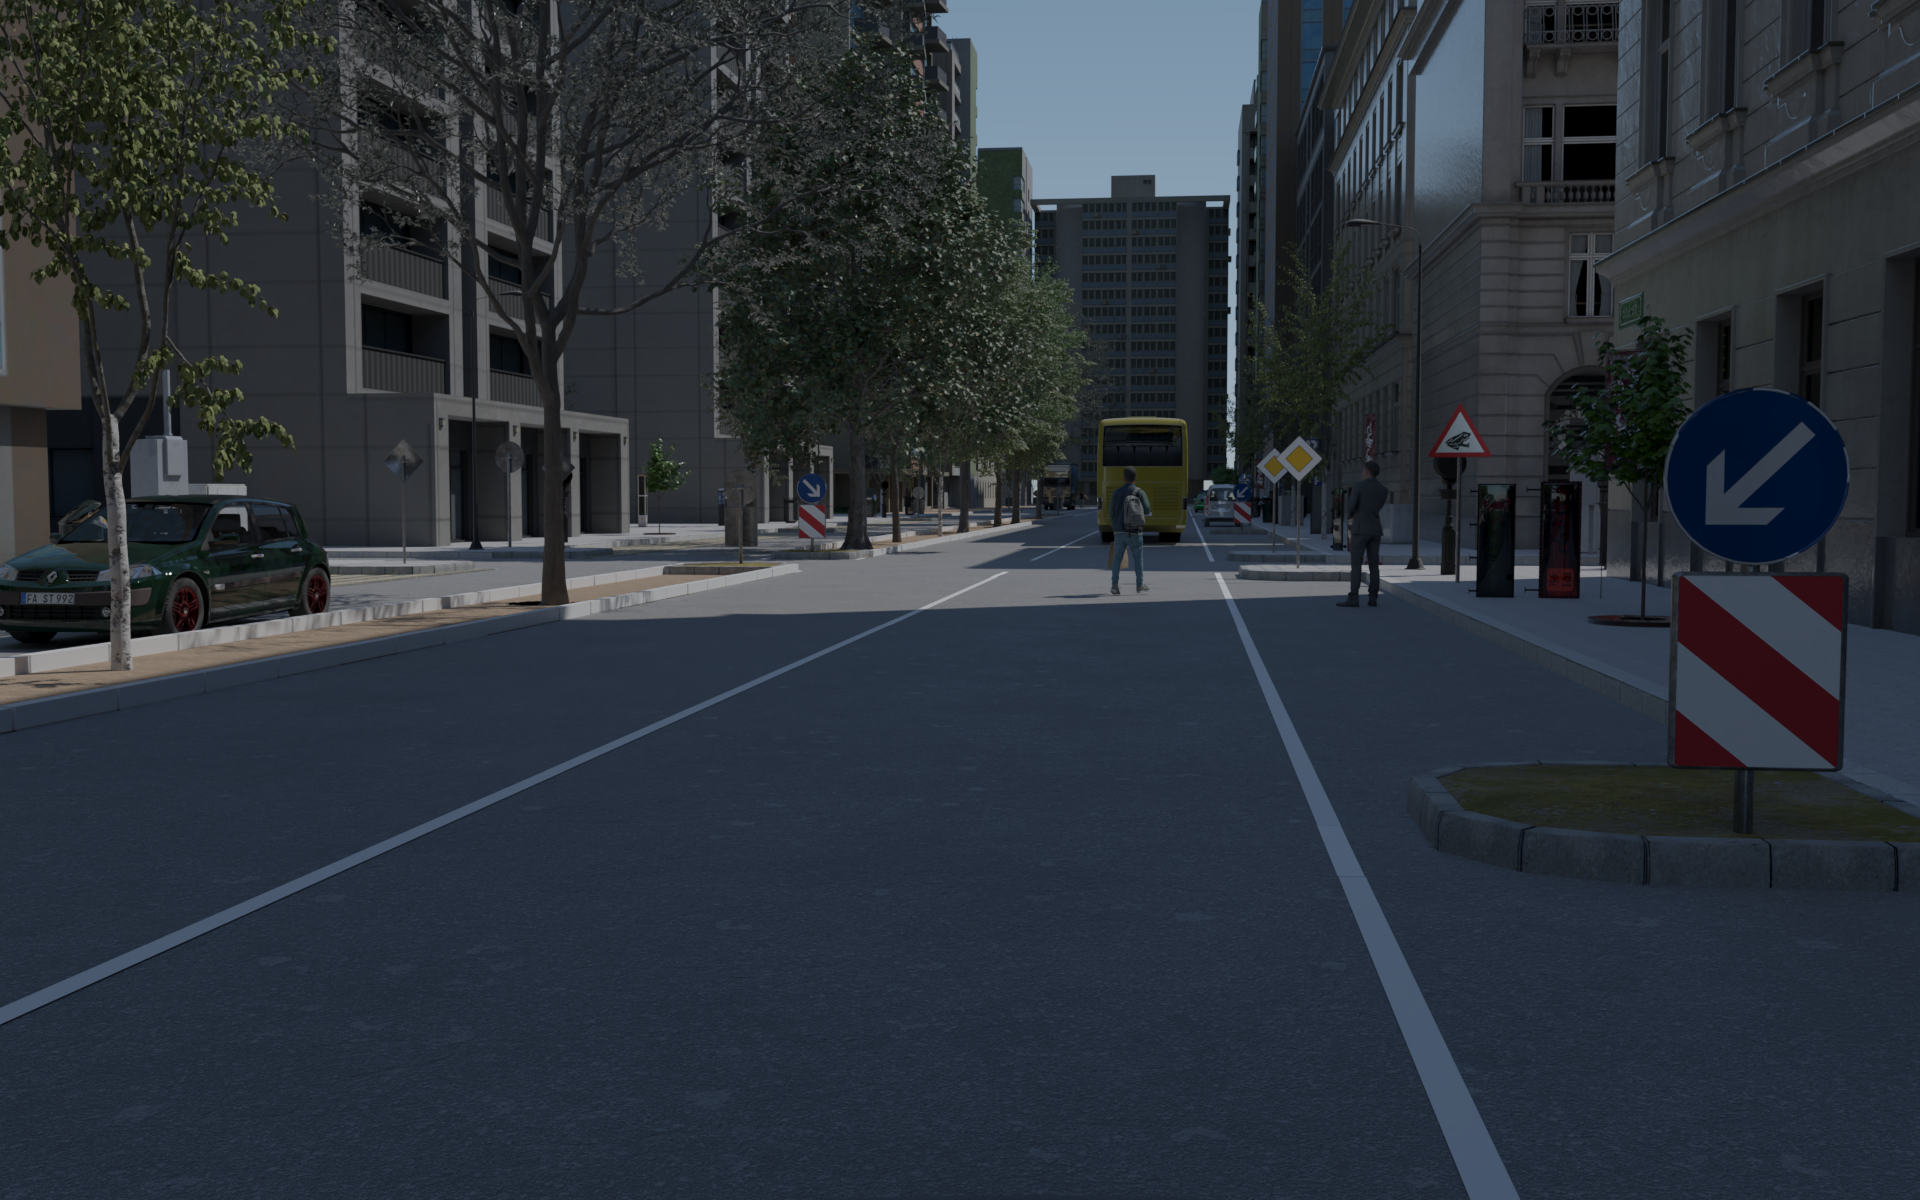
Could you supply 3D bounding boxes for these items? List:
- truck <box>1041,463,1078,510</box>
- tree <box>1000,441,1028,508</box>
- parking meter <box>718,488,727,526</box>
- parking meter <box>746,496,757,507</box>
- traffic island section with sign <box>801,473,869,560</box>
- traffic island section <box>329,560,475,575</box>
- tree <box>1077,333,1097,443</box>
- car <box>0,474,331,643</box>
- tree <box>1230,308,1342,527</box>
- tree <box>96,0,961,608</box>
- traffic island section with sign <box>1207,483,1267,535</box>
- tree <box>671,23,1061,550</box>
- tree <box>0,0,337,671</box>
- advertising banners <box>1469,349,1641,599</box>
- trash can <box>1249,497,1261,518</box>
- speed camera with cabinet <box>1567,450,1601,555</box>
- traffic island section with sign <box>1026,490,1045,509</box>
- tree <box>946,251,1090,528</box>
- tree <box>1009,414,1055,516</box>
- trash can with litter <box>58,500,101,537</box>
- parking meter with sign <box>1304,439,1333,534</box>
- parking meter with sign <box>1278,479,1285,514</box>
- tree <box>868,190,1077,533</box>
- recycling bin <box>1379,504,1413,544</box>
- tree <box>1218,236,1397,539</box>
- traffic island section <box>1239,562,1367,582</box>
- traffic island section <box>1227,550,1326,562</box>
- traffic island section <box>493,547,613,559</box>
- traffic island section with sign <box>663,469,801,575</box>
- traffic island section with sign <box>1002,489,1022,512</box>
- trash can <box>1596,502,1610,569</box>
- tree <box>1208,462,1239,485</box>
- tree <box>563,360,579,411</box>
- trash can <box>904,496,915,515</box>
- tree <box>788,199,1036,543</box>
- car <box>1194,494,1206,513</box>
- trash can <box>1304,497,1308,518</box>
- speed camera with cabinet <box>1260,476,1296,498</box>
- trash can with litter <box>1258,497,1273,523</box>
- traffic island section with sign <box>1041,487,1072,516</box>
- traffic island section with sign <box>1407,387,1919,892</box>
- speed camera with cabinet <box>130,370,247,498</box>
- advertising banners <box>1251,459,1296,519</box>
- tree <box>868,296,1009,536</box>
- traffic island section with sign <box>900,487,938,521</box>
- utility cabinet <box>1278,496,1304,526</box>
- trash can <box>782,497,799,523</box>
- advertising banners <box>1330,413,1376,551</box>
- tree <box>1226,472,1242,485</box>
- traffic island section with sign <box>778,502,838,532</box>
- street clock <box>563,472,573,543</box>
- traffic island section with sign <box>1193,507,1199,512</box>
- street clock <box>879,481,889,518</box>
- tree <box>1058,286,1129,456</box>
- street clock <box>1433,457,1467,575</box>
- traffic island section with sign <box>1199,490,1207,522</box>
[{"bbox_3d":[9.076,-10.261,156.675,2.839,4.237,11.283,0,4,7],"label":"truck"},{"bbox_3d":[4.806,-13.007,163.023,4.737,8.622,4.395,0,3,0],"label":"tree"},{"bbox_3d":[-9.569,-3.757,69.842,0.372,1.533,0.369,0,3,0],"label":"parking meter"},{"bbox_3d":[-7.839,-3.624,64.967,0.399,1.863,0.255,3,5,43],"label":"parking meter"},{"bbox_3d":[-3.174,-1.871,38.732,2.006,1.907,1.989,0,4,7],"label":"traffic island section with sign"},{"bbox_3d":[-10.262,-0.590,31.934,2.009,0.180,2.903,0,4,7],"label":"traffic island section"},{"bbox_3d":[2.583,-9.872,81.992,7.486,12.596,7.792,0,3,0],"label":"tree"},{"bbox_3d":[-8.080,-0.491,17.821,2.009,1.686,4.222,0,4,7],"label":"car"},{"bbox_3d":[12.731,-7.146,67.192,4.360,8.622,3.978,0,3,0],"label":"tree"},{"bbox_3d":[-5.187,-6.657,21.676,12.009,13.543,11.850,0,3,0],"label":"tree"},{"bbox_3d":[9.999,-3.276,62.190,1.989,1.847,2.006,0,4,7],"label":"traffic island section with sign"},{"bbox_3d":[-2.502,-7.507,42.204,9.611,12.733,9.660,0,3,0],"label":"tree"},{"bbox_3d":[-6.767,-3.711,13.501,4.737,8.622,4.395,0,3,0],"label":"tree"},{"bbox_3d":[7.335,-1.530,21.209,2.074,3.025,0.090,1,4,14],"label":"advertising banners"},{"bbox_3d":[16.146,-5.084,94.779,0.748,1.137,0.748,0,3,0],"label":"trash can"},{"bbox_3d":[13.419,-2.623,37.216,0.660,3.252,2.038,1,4,22],"label":"speed camera with cabinet"},{"bbox_3d":[7.458,-9.716,167.485,1.989,1.847,2.006,0,4,7],"label":"traffic island section with sign"},{"bbox_3d":[1.700,-8.872,73.272,9.928,11.665,9.643,0,3,0],"label":"tree"},{"bbox_3d":[3.050,-8.352,89.370,4.360,8.622,3.978,0,3,0],"label":"tree"},{"bbox_3d":[-16.162,-1.233,31.548,1.055,1.170,0.624,1,4,17],"label":"trash can with litter"},{"bbox_3d":[11.668,-3.633,55.658,0.543,3.016,1.738,3,4,37],"label":"parking meter with sign"},{"bbox_3d":[15.159,-5.232,81.802,0.543,3.016,1.738,1,4,13],"label":"parking meter with sign"},{"bbox_3d":[0.087,-8.774,64.044,7.486,12.596,7.792,0,3,0],"label":"tree"},{"bbox_3d":[11.208,-1.957,44.551,0.722,1.027,0.722,-1,4,-19],"label":"recycling bin"},{"bbox_3d":[10.103,-6.032,48.984,4.737,8.622,4.395,0,3,0],"label":"tree"},{"bbox_3d":[5.848,-0.464,29.870,2.009,0.180,2.903,0,4,7],"label":"traffic island section"},{"bbox_3d":[6.864,-0.949,37.790,2.009,0.180,2.903,0,4,7],"label":"traffic island section"},{"bbox_3d":[-9.246,-1.075,39.854,2.009,0.180,2.903,0,4,7],"label":"traffic island section"},{"bbox_3d":[-4.126,-1.422,31.386,2.006,1.907,1.989,0,4,7],"label":"traffic island section with sign"},{"bbox_3d":[4.037,-8.081,140.747,1.989,1.847,2.006,0,4,7],"label":"traffic island section with sign"},{"bbox_3d":[11.257,-1.098,29.601,0.748,1.137,0.748,0,3,0],"label":"trash can"},{"bbox_3d":[28.791,-12.517,188.358,4.285,4.588,4.351,0,3,0],"label":"tree"},{"bbox_3d":[-18.249,-7.510,73.151,4.360,8.622,3.978,0,3,0],"label":"tree"},{"bbox_3d":[-3.016,-5.665,104.270,0.748,1.137,0.748,0,3,0],"label":"trash can"},{"bbox_3d":[-1.788,-6.977,50.938,8.767,10.594,7.601,0,4,7],"label":"tree"},{"bbox_3d":[18.981,-7.626,133.488,1.959,1.807,4.718,0,4,8],"label":"car"},{"bbox_3d":[18.256,-4.956,92.680,0.748,1.137,0.748,0,3,0],"label":"trash can"},{"bbox_3d":[16.697,-5.906,90.895,0.660,3.252,2.038,-3,5,-39],"label":"speed camera with cabinet"},{"bbox_3d":[13.865,-4.034,77.348,1.055,1.170,0.624,-3,5,-39],"label":"trash can with litter"},{"bbox_3d":[6.378,-6.430,113.263,2.006,1.907,1.989,0,4,7],"label":"traffic island section with sign"},{"bbox_3d":[2.959,0.085,7.244,1.989,1.847,2.006,0,4,7],"label":"traffic island section with sign"},{"bbox_3d":[-12.608,-2.081,28.358,0.660,3.252,2.038,1,4,17],"label":"speed camera with cabinet"},{"bbox_3d":[15.691,-5.515,86.350,2.074,3.025,0.090,1,4,23],"label":"advertising banners"},{"bbox_3d":[-0.653,-6.441,58.128,4.360,8.622,3.978,0,3,0],"label":"tree"},{"bbox_3d":[-2.213,-5.100,92.016,1.989,1.847,2.006,0,4,7],"label":"traffic island section with sign"},{"bbox_3d":[13.458,-3.624,70.417,1.020,1.237,0.306,-1,4,-20],"label":"utility cabinet"},{"bbox_3d":[-7.462,-3.951,76.246,0.748,1.137,0.748,0,3,0],"label":"trash can"},{"bbox_3d":[8.745,-2.589,38.522,0.090,3.025,2.074,-1,4,-13],"label":"advertising banners"},{"bbox_3d":[21.773,-8.658,136.153,1.663,3.219,1.824,0,3,0],"label":"tree"},{"bbox_3d":[-5.677,-3.456,65.140,1.989,1.847,2.006,0,4,7],"label":"traffic island section with sign"},{"bbox_3d":[-10.448,-2.515,45.687,0.471,2.002,0.358,-1,4,-14],"label":"street clock"},{"bbox_3d":[23.359,-9.646,166.334,1.989,1.847,2.006,0,4,7],"label":"traffic island section with sign"},{"bbox_3d":[-4.085,-5.429,93.330,0.471,2.002,0.358,-2,4,-33],"label":"street clock"},{"bbox_3d":[4.465,-11.287,97.377,12.009,13.543,11.850,0,3,0],"label":"tree"},{"bbox_3d":[7.756,-1.400,27.463,0.471,2.002,0.358,0,4,-3],"label":"street clock"},{"bbox_3d":[13.532,-4.956,89.658,1.989,1.847,2.006,0,4,7],"label":"traffic island section with sign"}]
